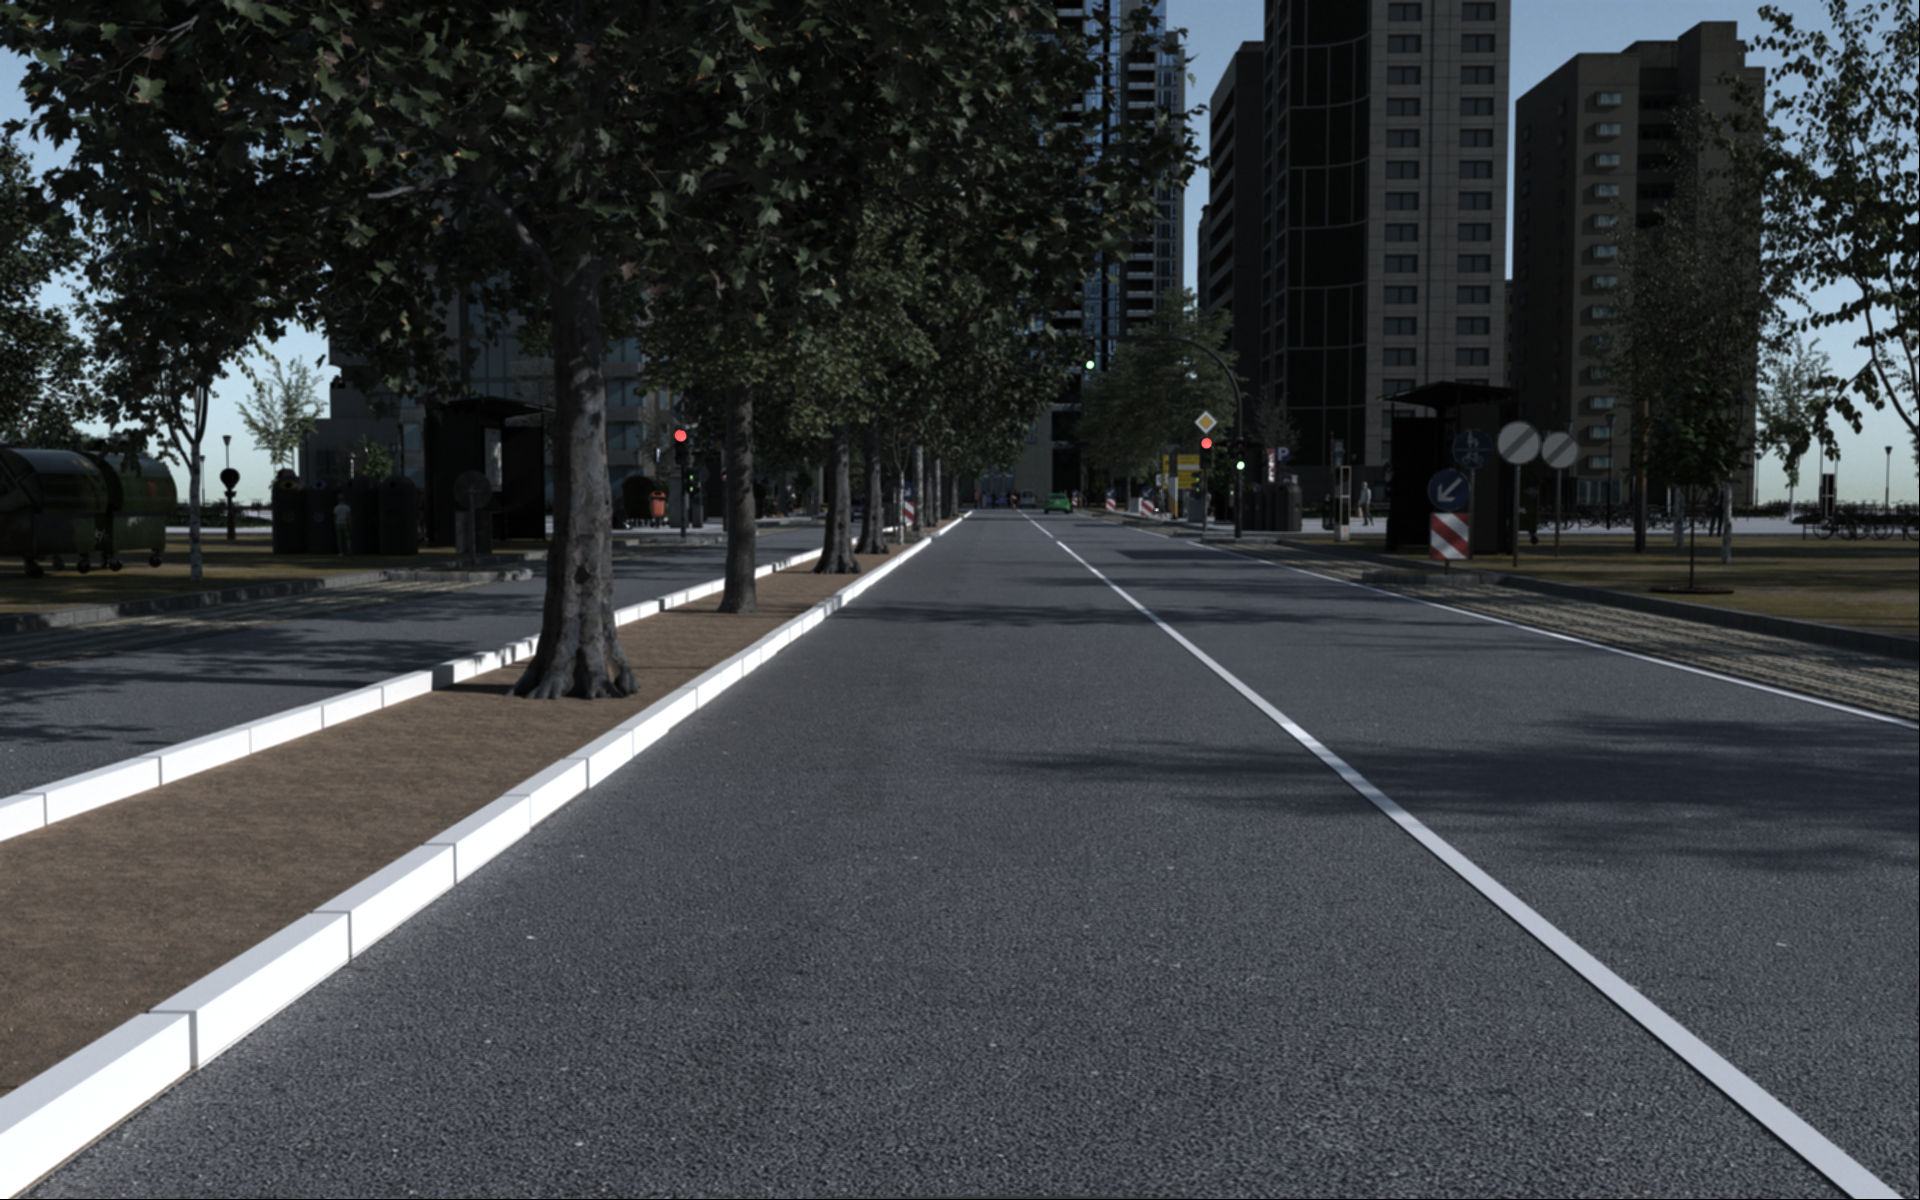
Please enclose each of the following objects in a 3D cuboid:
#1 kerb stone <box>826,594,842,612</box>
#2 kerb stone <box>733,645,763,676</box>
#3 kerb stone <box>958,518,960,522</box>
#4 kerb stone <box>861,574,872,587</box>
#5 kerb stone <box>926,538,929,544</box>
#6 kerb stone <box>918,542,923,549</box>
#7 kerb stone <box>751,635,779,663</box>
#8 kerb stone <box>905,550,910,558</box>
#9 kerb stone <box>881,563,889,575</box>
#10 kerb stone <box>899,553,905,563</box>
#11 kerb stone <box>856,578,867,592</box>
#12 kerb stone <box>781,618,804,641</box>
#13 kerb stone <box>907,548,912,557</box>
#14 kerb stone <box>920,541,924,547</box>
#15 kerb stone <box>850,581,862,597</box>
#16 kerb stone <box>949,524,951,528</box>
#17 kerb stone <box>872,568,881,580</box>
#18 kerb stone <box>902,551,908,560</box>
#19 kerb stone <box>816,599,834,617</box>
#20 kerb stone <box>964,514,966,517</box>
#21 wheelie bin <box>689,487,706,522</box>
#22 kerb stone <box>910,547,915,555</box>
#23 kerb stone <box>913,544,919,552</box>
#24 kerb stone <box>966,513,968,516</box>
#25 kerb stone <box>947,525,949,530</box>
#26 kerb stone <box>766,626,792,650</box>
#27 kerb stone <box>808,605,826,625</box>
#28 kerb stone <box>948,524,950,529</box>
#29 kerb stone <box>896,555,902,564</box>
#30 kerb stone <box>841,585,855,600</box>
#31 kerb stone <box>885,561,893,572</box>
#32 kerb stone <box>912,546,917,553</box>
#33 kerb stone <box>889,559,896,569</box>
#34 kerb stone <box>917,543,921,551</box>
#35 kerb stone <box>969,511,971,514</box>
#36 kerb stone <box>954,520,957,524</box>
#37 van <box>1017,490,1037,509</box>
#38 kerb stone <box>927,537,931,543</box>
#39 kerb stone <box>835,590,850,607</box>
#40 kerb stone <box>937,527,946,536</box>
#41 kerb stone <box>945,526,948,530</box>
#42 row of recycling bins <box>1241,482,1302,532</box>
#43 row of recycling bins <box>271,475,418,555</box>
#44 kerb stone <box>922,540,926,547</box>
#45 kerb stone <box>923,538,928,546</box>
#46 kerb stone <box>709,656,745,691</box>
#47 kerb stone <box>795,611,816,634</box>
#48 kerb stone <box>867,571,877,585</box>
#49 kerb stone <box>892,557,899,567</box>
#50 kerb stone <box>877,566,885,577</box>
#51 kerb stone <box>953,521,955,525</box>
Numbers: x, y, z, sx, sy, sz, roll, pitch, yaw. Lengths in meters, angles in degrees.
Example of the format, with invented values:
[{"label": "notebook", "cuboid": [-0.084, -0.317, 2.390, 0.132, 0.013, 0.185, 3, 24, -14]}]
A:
[{"label": "kerb stone", "cuboid": [-1.587, 0.060, 21.207, 0.120, 0.150, 1.000, 0, 4, 1]}, {"label": "kerb stone", "cuboid": [-1.743, 0.504, 14.029, 0.120, 0.150, 1.000, 0, 4, 1]}, {"label": "kerb stone", "cuboid": [-0.202, -3.797, 84.273, 0.120, 0.150, 1.000, 0, 4, 1]}, {"label": "kerb stone", "cuboid": [-1.474, -0.253, 26.344, 0.120, 0.150, 1.000, 0, 4, 1]}, {"label": "kerb stone", "cuboid": [-1.001, -1.566, 47.908, 0.120, 0.150, 1.000, 0, 4, 1]}, {"label": "kerb stone", "cuboid": [-1.086, -1.322, 43.817, 0.120, 0.150, 1.000, 0, 4, 1]}, {"label": "kerb stone", "cuboid": [-1.718, 0.439, 15.051, 0.120, 0.150, 1.000, 0, 4, 1]}, {"label": "kerb stone", "cuboid": [-1.228, -0.943, 37.650, 0.120, 0.150, 1.000, 0, 4, 1]}, {"label": "kerb stone", "cuboid": [-1.379, -0.505, 30.448, 0.120, 0.150, 1.000, 0, 4, 1]}, {"label": "kerb stone", "cuboid": [-1.264, -0.813, 35.600, 0.120, 0.150, 1.000, 0, 4, 1]}, {"label": "kerb stone", "cuboid": [-1.491, -0.191, 25.314, 0.120, 0.150, 1.000, 0, 4, 1]}, {"label": "kerb stone", "cuboid": [-1.678, 0.311, 17.107, 0.120, 0.150, 1.000, 0, 4, 1]}, {"label": "kerb stone", "cuboid": [-1.206, -1.009, 38.688, 0.120, 0.150, 1.000, 0, 4, 1]}, {"label": "kerb stone", "cuboid": [-1.067, -1.385, 44.840, 0.120, 0.150, 1.000, 0, 4, 1]}, {"label": "kerb stone", "cuboid": [-1.511, -0.128, 24.290, 0.120, 0.150, 1.000, 0, 4, 1]}, {"label": "kerb stone", "cuboid": [-0.537, -2.856, 68.883, 0.120, 0.150, 1.000, 0, 4, 1]}, {"label": "kerb stone", "cuboid": [-1.427, -0.379, 28.389, 0.120, 0.150, 1.000, 0, 4, 1]}, {"label": "kerb stone", "cuboid": [-1.248, -0.882, 36.628, 0.120, 0.150, 1.000, 0, 4, 1]}, {"label": "kerb stone", "cuboid": [-1.610, 0.123, 20.184, 0.120, 0.150, 1.000, 0, 4, 1]}, {"label": "kerb stone", "cuboid": [0.113, -4.674, 98.617, 0.120, 0.150, 1.000, 0, 4, 1]}, {"label": "wheelie bin", "cuboid": [-12.001, -4.335, 78.782, 0.980, 1.594, 0.693, 2, 4, 30]}, {"label": "kerb stone", "cuboid": [-1.177, -1.070, 39.711, 0.120, 0.150, 1.000, 0, 4, 1]}, {"label": "kerb stone", "cuboid": [-1.134, -1.197, 41.766, 0.120, 0.150, 1.000, 0, 4, 1]}, {"label": "kerb stone", "cuboid": [0.251, -5.050, 104.754, 0.120, 0.150, 1.000, 0, 4, 1]}, {"label": "kerb stone", "cuboid": [-0.589, -2.726, 66.840, 0.120, 0.150, 1.000, 0, 4, 1]}, {"label": "kerb stone", "cuboid": [-1.704, 0.374, 16.082, 0.120, 0.150, 1.000, 0, 4, 1]}, {"label": "kerb stone", "cuboid": [-1.626, 0.192, 19.158, 0.120, 0.150, 1.000, 0, 4, 1]}, {"label": "kerb stone", "cuboid": [-0.561, -2.793, 67.861, 0.120, 0.150, 1.000, 0, 4, 1]}, {"label": "kerb stone", "cuboid": [-1.298, -0.757, 34.565, 0.120, 0.150, 1.000, 0, 4, 1]}, {"label": "kerb stone", "cuboid": [-1.540, -0.065, 23.265, 0.120, 0.150, 1.000, 0, 4, 1]}, {"label": "kerb stone", "cuboid": [-1.358, -0.567, 31.470, 0.120, 0.150, 1.000, 0, 4, 1]}, {"label": "kerb stone", "cuboid": [-1.158, -1.129, 40.741, 0.120, 0.150, 1.000, 0, 4, 1]}, {"label": "kerb stone", "cuboid": [-1.338, -0.630, 32.492, 0.120, 0.150, 1.000, 0, 4, 1]}, {"label": "kerb stone", "cuboid": [-1.108, -1.260, 42.795, 0.120, 0.150, 1.000, 0, 4, 1]}, {"label": "kerb stone", "cuboid": [0.500, -5.739, 116.021, 0.120, 0.150, 1.000, 0, 4, 1]}, {"label": "kerb stone", "cuboid": [-0.330, -3.418, 78.125, 0.120, 0.150, 1.000, 0, 4, 1]}, {"label": "van", "cuboid": [6.695, -10.109, 172.299, 2.013, 2.044, 4.112, 0, 4, 1]}, {"label": "kerb stone", "cuboid": [-0.981, -1.635, 48.929, 0.120, 0.150, 1.000, 0, 4, 1]}, {"label": "kerb stone", "cuboid": [-1.554, 0.001, 22.229, 0.120, 0.150, 1.000, 0, 4, 1]}, {"label": "kerb stone", "cuboid": [-0.677, -2.477, 62.733, 0.120, 0.150, 1.000, 0, 4, 1]}, {"label": "kerb stone", "cuboid": [-0.630, -2.604, 64.786, 0.120, 0.150, 1.000, 0, 4, 1]}, {"label": "row of recycling bins", "cuboid": [10.802, -3.241, 60.110, 1.069, 1.692, 3.534, -1, 4, -17]}, {"label": "row of recycling bins", "cuboid": [-13.157, -1.831, 37.049, 3.534, 1.692, 1.069, 1, 4, 18]}, {"label": "kerb stone", "cuboid": [-1.044, -1.447, 45.864, 0.120, 0.150, 1.000, 0, 4, 1]}, {"label": "kerb stone", "cuboid": [-1.016, -1.510, 46.886, 0.120, 0.150, 1.000, 0, 4, 1]}, {"label": "kerb stone", "cuboid": [-1.769, 0.562, 13.005, 0.120, 0.150, 1.000, 0, 4, 1]}, {"label": "kerb stone", "cuboid": [-1.650, 0.249, 18.129, 0.120, 0.150, 1.000, 0, 4, 1]}, {"label": "kerb stone", "cuboid": [-1.447, -0.316, 27.367, 0.120, 0.150, 1.000, 0, 4, 1]}, {"label": "kerb stone", "cuboid": [-1.315, -0.690, 33.534, 0.120, 0.150, 1.000, 0, 4, 1]}, {"label": "kerb stone", "cuboid": [-1.404, -0.442, 29.427, 0.120, 0.150, 1.000, 0, 4, 1]}, {"label": "kerb stone", "cuboid": [-0.398, -3.233, 75.051, 0.120, 0.150, 1.000, 0, 4, 1]}]
